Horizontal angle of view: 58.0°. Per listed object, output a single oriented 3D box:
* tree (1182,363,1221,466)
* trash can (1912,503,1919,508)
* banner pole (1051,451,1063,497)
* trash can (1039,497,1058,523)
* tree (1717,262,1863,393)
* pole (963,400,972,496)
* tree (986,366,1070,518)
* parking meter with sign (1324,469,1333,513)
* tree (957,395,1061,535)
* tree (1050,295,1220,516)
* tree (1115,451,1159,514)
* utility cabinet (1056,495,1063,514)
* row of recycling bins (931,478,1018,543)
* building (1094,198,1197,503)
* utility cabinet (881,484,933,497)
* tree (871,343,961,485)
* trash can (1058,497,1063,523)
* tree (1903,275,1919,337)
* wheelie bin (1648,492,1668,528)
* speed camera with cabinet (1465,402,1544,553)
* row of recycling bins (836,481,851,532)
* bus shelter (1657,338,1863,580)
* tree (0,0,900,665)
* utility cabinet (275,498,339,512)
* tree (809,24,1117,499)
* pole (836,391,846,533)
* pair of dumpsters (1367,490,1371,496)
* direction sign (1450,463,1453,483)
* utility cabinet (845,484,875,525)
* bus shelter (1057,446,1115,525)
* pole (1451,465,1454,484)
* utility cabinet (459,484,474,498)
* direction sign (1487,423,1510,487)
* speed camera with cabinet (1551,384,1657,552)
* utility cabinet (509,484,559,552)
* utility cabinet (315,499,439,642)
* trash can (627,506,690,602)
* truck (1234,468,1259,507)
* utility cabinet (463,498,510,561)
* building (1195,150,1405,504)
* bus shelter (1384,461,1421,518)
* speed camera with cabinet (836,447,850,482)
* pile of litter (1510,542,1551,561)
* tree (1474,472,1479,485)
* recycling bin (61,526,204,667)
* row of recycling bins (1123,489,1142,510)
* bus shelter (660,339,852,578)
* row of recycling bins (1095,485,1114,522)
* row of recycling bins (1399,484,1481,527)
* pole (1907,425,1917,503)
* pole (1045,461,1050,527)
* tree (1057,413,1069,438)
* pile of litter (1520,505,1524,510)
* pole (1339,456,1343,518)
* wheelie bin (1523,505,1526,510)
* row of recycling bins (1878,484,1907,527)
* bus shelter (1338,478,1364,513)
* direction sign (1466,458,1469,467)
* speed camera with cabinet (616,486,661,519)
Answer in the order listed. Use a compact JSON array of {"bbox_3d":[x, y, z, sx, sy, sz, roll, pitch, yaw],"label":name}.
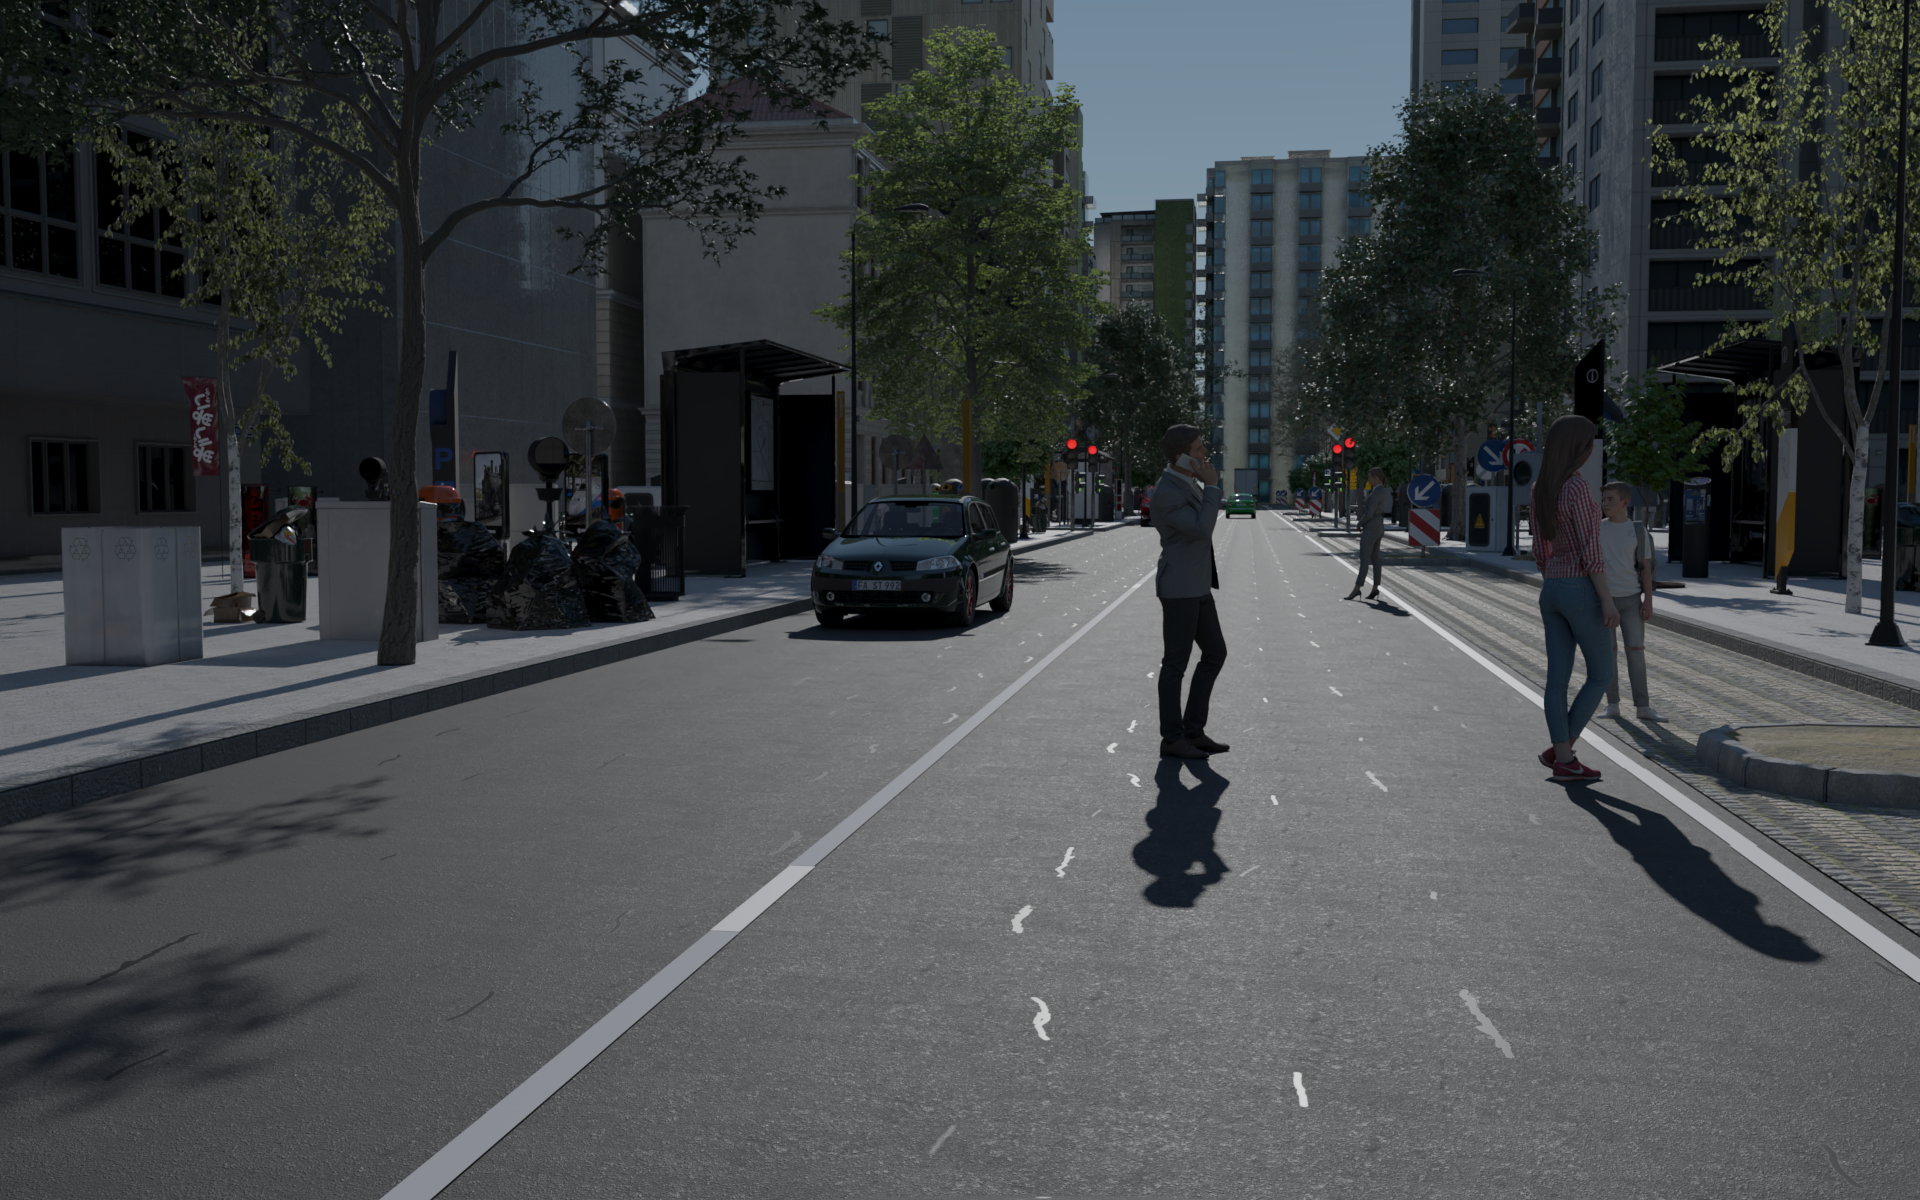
[{"bbox_3d":[15.872,-13.978,138.908,12.009,13.543,11.850,0,3,0],"label":"tree"},{"bbox_3d":[16.204,-1.050,28.828,0.748,1.137,0.748,0,3,0],"label":"trash can"},{"bbox_3d":[4.921,-6.047,88.887,0.863,3.779,0.401,2,4,34],"label":"banner pole"},{"bbox_3d":[3.705,-3.951,76.246,0.748,1.137,0.748,0,3,0],"label":"trash can"},{"bbox_3d":[25.542,-6.286,53.142,4.737,8.622,4.395,0,3,0],"label":"tree"},{"bbox_3d":[0.156,-2.680,37.657,0.158,3.312,0.155,0,3,0],"label":"pole"},{"bbox_3d":[3.514,-8.687,92.389,4.737,8.622,4.395,0,3,0],"label":"tree"},{"bbox_3d":[25.691,-7.604,120.593,0.543,3.016,1.738,1,4,18],"label":"parking meter with sign"},{"bbox_3d":[1.517,-4.337,54.626,4.285,4.588,4.351,0,3,0],"label":"tree"},{"bbox_3d":[9.657,-11.207,100.244,9.611,12.733,9.660,0,3,0],"label":"tree"},{"bbox_3d":[11.669,-7.871,112.412,4.285,4.588,4.351,0,3,0],"label":"tree"},{"bbox_3d":[4.794,-4.358,82.412,0.306,1.237,1.020,1,4,13],"label":"utility cabinet"},{"bbox_3d":[0.490,-2.434,46.916,1.069,1.692,3.534,-2,4,-28],"label":"row of recycling bins"},{"bbox_3d":[25.883,-34.191,242.610,14.086,41.232,14.154,1,4,9],"label":"building"},{"bbox_3d":[-1.174,-1.824,38.501,1.173,1.500,0.318,2,4,31],"label":"utility cabinet"},{"bbox_3d":[-1.953,-7.726,76.684,4.737,8.622,4.395,0,3,0],"label":"tree"},{"bbox_3d":[4.344,-4.074,78.265,0.748,1.137,0.748,0,3,0],"label":"trash can"},{"bbox_3d":[19.232,-4.913,30.689,4.737,8.622,4.395,0,3,0],"label":"tree"},{"bbox_3d":[26.441,-3.536,65.729,0.693,1.594,0.980,3,4,37],"label":"wheelie bin"},{"bbox_3d":[11.938,-2.653,37.708,0.660,3.252,2.038,-2,4,-26],"label":"speed camera with cabinet"},{"bbox_3d":[-3.728,-2.869,54.014,1.069,1.692,3.534,0,4,1],"label":"row of recycling bins"},{"bbox_3d":[13.129,-2.305,28.964,1.731,3.624,6.357,1,4,9],"label":"bus shelter"},{"bbox_3d":[-3.910,-4.795,12.810,7.601,10.594,8.767,-1,4,-17],"label":"tree"},{"bbox_3d":[-11.088,-1.119,29.453,0.306,1.237,1.020,3,5,40],"label":"utility cabinet"},{"bbox_3d":[0.102,-7.638,43.012,7.486,12.596,7.792,0,3,0],"label":"tree"},{"bbox_3d":[-2.367,-2.481,34.407,0.158,3.312,0.155,0,3,0],"label":"pole"},{"bbox_3d":[27.478,-6.756,112.957,1.574,2.255,4.437,1,4,10],"label":"pair of dumpsters"},{"bbox_3d":[35.841,-8.152,125.288,0.379,3.537,0.876,-3,5,-42],"label":"direction sign"},{"bbox_3d":[-2.229,-1.766,37.555,0.318,1.500,1.173,-2,4,-31],"label":"utility cabinet"},{"bbox_3d":[5.502,-4.965,75.098,2.014,3.302,5.546,1,4,9],"label":"bus shelter"},{"bbox_3d":[34.563,-7.813,121.591,0.158,3.312,0.155,0,3,0],"label":"pole"},{"bbox_3d":[-10.496,-1.734,37.037,1.173,1.500,0.318,2,4,29],"label":"utility cabinet"},{"bbox_3d":[17.191,-3.875,55.360,0.876,3.537,0.379,-1,4,-22],"label":"direction sign"},{"bbox_3d":[11.454,-2.226,30.727,2.038,3.252,0.660,-2,4,-27],"label":"speed camera with cabinet"},{"bbox_3d":[-9.305,-1.762,37.481,1.173,1.500,0.318,0,4,2],"label":"utility cabinet"},{"bbox_3d":[-5.128,-0.251,15.269,1.020,1.237,0.306,1,4,13],"label":"utility cabinet"},{"bbox_3d":[-3.613,-0.561,20.819,0.748,1.137,0.748,0,3,0],"label":"trash can"},{"bbox_3d":[31.892,-12.479,192.947,2.839,4.237,11.283,1,4,10],"label":"truck"},{"bbox_3d":[-7.971,-1.065,28.567,1.020,1.237,0.306,0,3,0],"label":"utility cabinet"},{"bbox_3d":[48.704,-38.181,243.869,30.456,49.044,23.786,1,4,9],"label":"building"},{"bbox_3d":[23.127,-5.999,92.000,2.014,3.302,5.546,1,4,9],"label":"bus shelter"},{"bbox_3d":[-4.812,-4.754,72.069,0.660,3.252,2.038,-1,4,-12],"label":"speed camera with cabinet"},{"bbox_3d":[11.418,-1.180,33.260,1.176,0.858,1.719,-2,4,-26],"label":"pile of litter"},{"bbox_3d":[35.313,-7.505,117.311,1.663,3.219,1.824,0,3,0],"label":"tree"},{"bbox_3d":[-6.310,-0.041,13.231,0.722,1.027,0.722,1,4,9],"label":"recycling bin"},{"bbox_3d":[14.614,-7.953,137.136,3.534,1.692,1.069,1,4,22],"label":"row of recycling bins"},{"bbox_3d":[-3.303,-2.337,29.495,1.731,3.624,6.357,1,4,9],"label":"bus shelter"},{"bbox_3d":[6.486,-4.564,81.732,1.069,1.692,3.534,-1,4,-11],"label":"row of recycling bins"},{"bbox_3d":[18.780,-3.704,67.674,3.534,1.692,1.069,-1,4,-15],"label":"row of recycling bins"},{"bbox_3d":[27.992,-3.494,50.967,0.158,3.312,0.155,0,3,0],"label":"pole"},{"bbox_3d":[3.400,-4.488,67.214,0.158,3.312,0.155,0,3,0],"label":"pole"},{"bbox_3d":[9.480,-11.080,131.514,4.360,8.622,3.978,0,3,0],"label":"tree"},{"bbox_3d":[31.724,-5.182,98.683,1.176,0.858,1.719,0,4,-8],"label":"pile of litter"},{"bbox_3d":[20.508,-6.078,93.216,0.158,3.312,0.155,0,3,0],"label":"pole"},{"bbox_3d":[33.896,-5.927,104.810,0.980,1.594,0.693,-1,4,-9],"label":"wheelie bin"},{"bbox_3d":[36.046,-3.769,68.737,3.534,1.692,1.069,2,4,32],"label":"row of recycling bins"},{"bbox_3d":[25.618,-7.339,113.921,2.014,3.302,5.546,1,4,9],"label":"bus shelter"},{"bbox_3d":[31.238,-7.063,107.471,0.876,3.537,0.379,-2,4,-29],"label":"direction sign"},{"bbox_3d":[-6.388,-2.631,37.357,2.038,3.252,0.660,-1,4,-13],"label":"speed camera with cabinet"}]
